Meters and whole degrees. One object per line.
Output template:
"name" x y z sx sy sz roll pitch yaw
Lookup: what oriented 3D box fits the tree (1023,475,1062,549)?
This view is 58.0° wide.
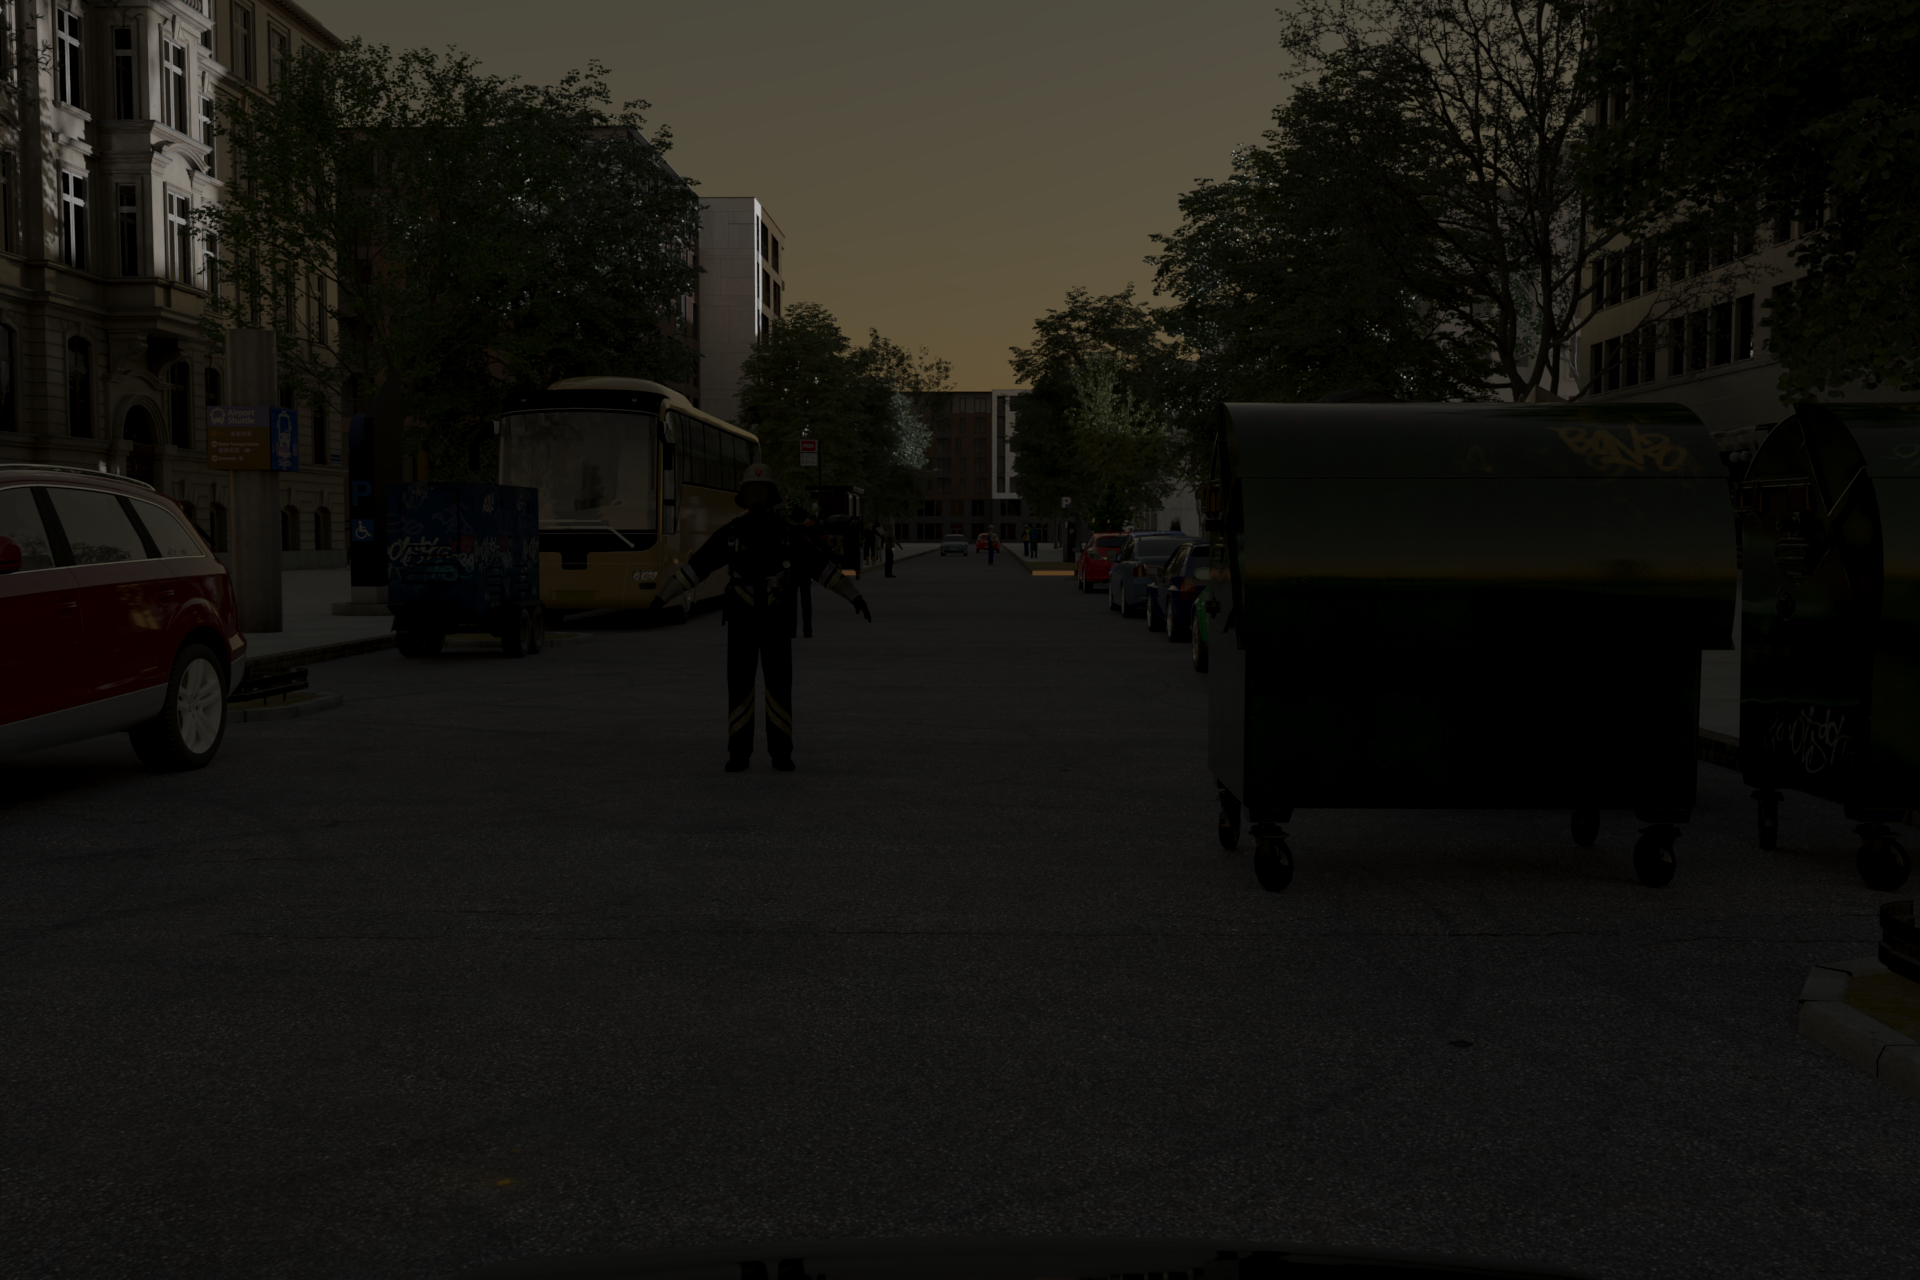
"tree" 8.432 -14.093 148.550 7.486 12.596 7.792 0 3 0

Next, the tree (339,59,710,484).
"tree" -11.462 -8.551 46.471 9.857 13.997 8.962 0 3 0

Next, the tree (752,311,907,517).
"tree" -7.466 -11.750 98.770 9.857 13.997 8.962 0 3 0

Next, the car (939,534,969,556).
"car" -0.359 -6.228 113.831 2.014 1.417 4.499 0 4 1

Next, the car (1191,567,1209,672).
"car" 3.290 -0.477 16.597 1.959 1.807 4.718 0 4 1

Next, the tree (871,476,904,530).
"tree" -6.844 -11.947 145.703 4.360 8.622 3.978 0 3 0

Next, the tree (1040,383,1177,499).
"tree" 8.012 -9.984 97.658 8.767 10.594 7.601 0 4 -3

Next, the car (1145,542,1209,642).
"car" 3.623 -0.715 24.273 1.945 1.354 3.894 0 3 0

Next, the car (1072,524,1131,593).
"car" 3.912 -2.104 43.445 2.155 1.783 4.494 0 4 1

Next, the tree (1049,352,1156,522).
"tree" 8.842 -11.574 107.369 7.486 12.596 7.792 0 3 0

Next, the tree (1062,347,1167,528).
"tree" 5.785 -7.186 67.849 4.737 8.622 4.395 0 3 0

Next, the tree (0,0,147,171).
"tree" -12.141 -6.301 13.396 12.009 13.543 11.850 0 3 0

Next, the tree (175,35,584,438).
"tree" -11.776 -6.709 35.456 9.928 11.665 9.643 0 3 0

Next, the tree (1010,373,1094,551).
"tree" 8.230 -13.886 133.691 9.857 13.997 8.962 0 3 0

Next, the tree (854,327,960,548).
"tree" -6.018 -18.449 157.523 12.611 20.169 13.585 0 3 0

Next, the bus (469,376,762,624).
"bus" -5.499 -2.398 30.749 2.896 3.916 12.252 0 4 1

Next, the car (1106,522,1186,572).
"car" 3.976 -1.577 35.376 1.945 1.707 3.694 0 4 1

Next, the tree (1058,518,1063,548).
"tree" 9.435 -14.318 159.846 9.928 11.665 9.643 0 3 0

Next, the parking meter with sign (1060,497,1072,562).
"parking meter with sign" 4.925 -5.108 79.778 0.543 3.016 1.738 0 4 1

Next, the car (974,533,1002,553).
"car" 2.125 -7.554 132.547 2.155 1.783 4.494 0 3 0

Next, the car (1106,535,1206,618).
"car" 3.659 -1.160 30.963 2.014 1.417 4.499 0 4 0

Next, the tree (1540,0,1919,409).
"tree" 9.314 -6.584 14.297 9.857 13.997 8.962 0 3 0

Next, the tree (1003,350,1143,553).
"tree" 8.109 -13.048 119.988 9.857 13.997 8.962 0 3 0

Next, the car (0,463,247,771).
"car" -5.656 -0.023 9.054 2.281 1.827 5.304 0 4 1

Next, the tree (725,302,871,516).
"tree" -7.974 -10.216 85.159 7.486 12.596 7.792 0 3 0

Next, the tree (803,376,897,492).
"tree" -7.592 -11.315 110.760 9.928 11.665 9.643 0 3 0

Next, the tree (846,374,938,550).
"tree" -6.637 -14.094 137.093 9.857 13.997 8.962 0 3 0

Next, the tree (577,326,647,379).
"tree" -11.519 -6.424 55.387 4.360 8.622 3.978 0 3 0

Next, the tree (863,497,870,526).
"tree" -7.497 -10.390 120.234 4.360 8.622 3.978 0 3 0

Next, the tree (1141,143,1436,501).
"tree" 10.427 -9.095 55.356 9.857 13.997 8.962 0 3 0

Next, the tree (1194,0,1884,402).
"tree" 9.433 -7.219 28.405 12.009 13.543 11.850 0 3 0

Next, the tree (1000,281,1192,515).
"tree" 7.086 -11.023 86.876 9.857 13.997 8.962 0 3 0

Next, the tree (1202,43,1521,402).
"tree" 9.229 -7.524 41.142 7.486 12.596 7.792 0 3 0

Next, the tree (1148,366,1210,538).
"tree" 10.340 -7.615 74.872 4.737 8.622 4.395 0 3 0

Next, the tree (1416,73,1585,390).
"tree" 25.635 -13.180 71.375 12.611 20.169 13.585 0 3 0
